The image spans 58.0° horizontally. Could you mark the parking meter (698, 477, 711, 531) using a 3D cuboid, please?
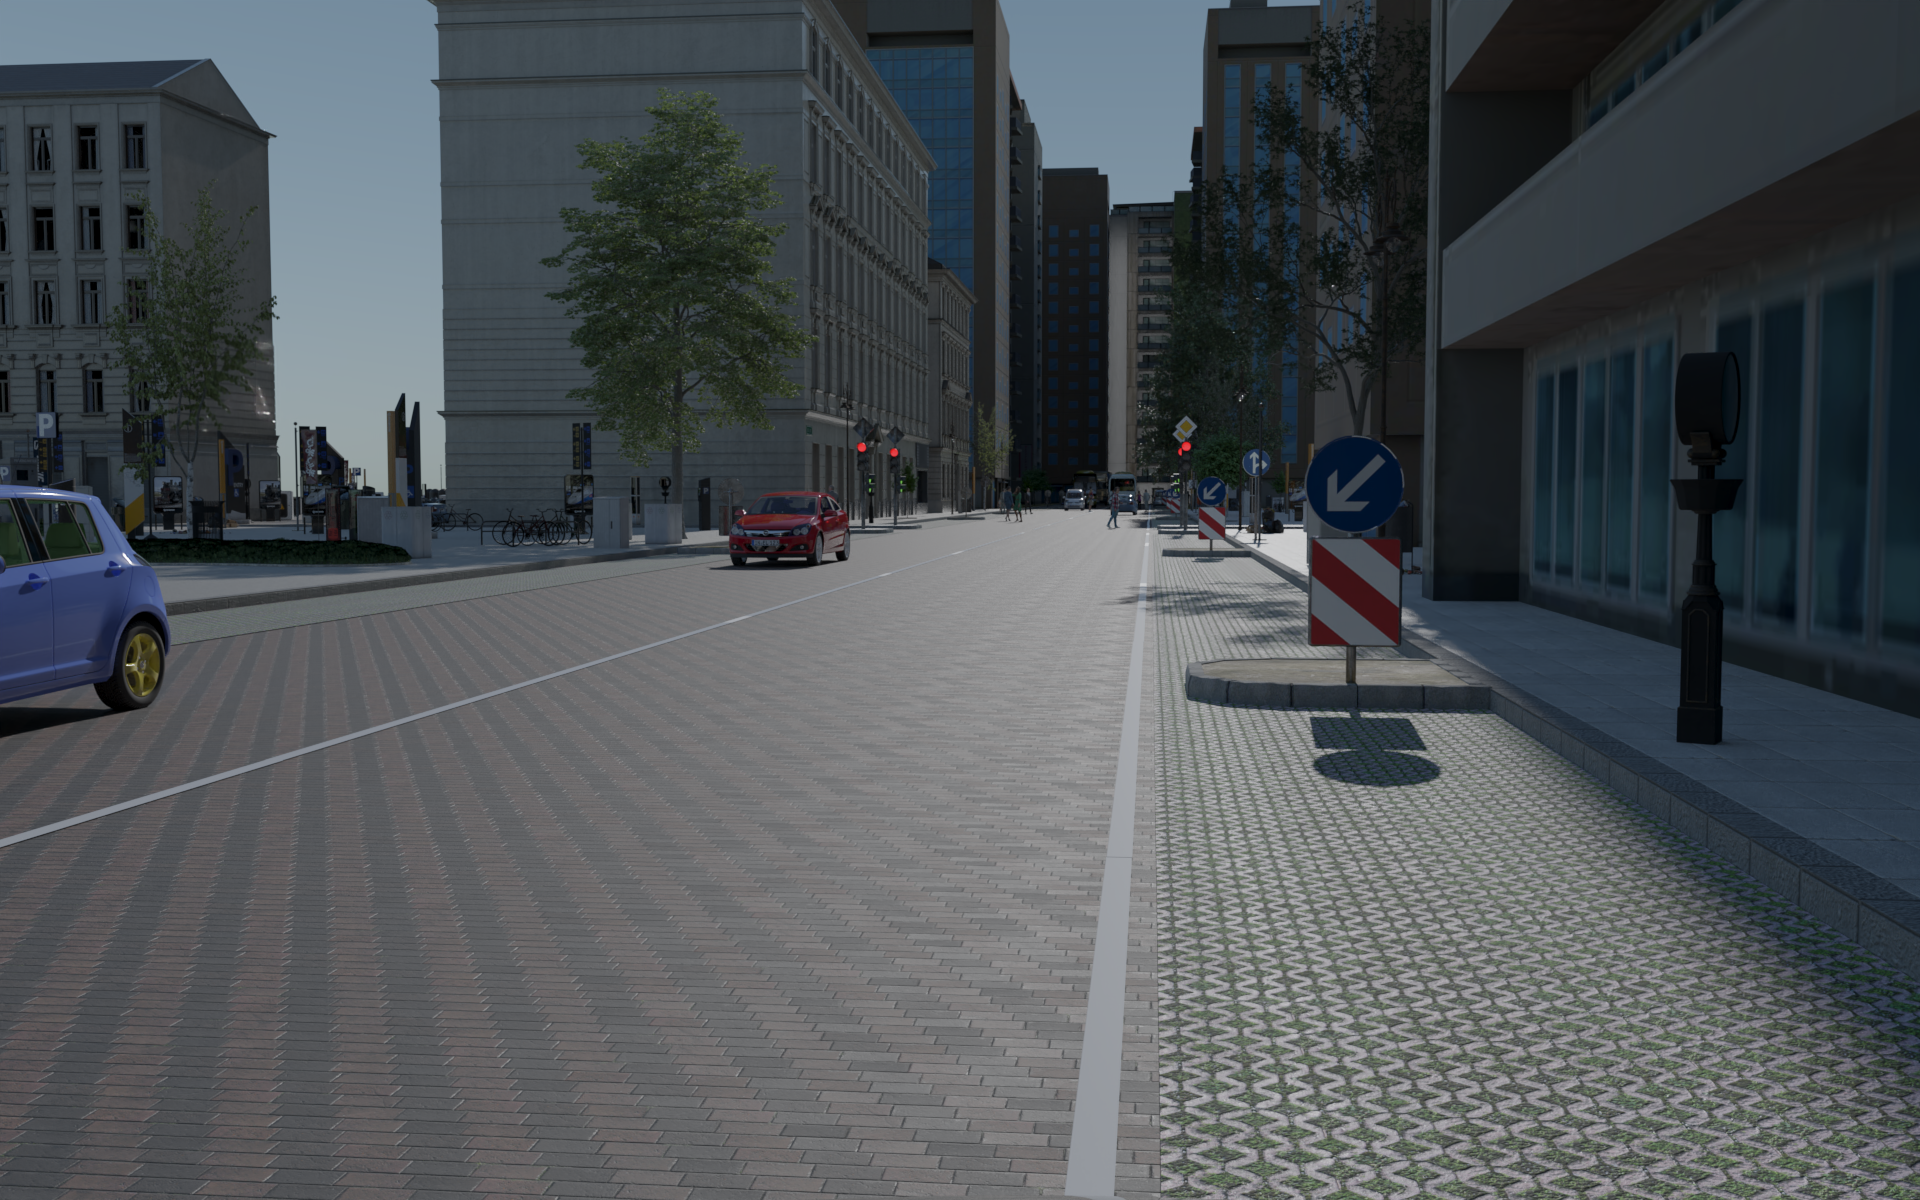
[{"bbox_3d":[-8.970,-3.366,60.741,0.399,1.863,0.255,-2,4,-31],"label":"parking meter"}]

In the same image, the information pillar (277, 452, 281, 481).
[{"bbox_3d":[-35.167,-5.989,89.281,0.504,3.616,0.183,3,5,40],"label":"information pillar"}]

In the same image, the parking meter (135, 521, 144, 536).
[{"bbox_3d":[-25.301,-2.741,53.219,0.372,1.533,0.369,0,3,0],"label":"parking meter"}]

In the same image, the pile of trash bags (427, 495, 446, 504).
[{"bbox_3d":[-34.135,-6.412,114.586,1.912,1.369,3.447,1,4,13],"label":"pile of trash bags"}]

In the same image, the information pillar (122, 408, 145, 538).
[{"bbox_3d":[-22.480,-3.408,47.082,0.504,3.616,0.183,-1,4,-12],"label":"information pillar"}]

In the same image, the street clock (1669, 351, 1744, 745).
[{"bbox_3d":[3.830,-0.265,8.910,0.358,2.002,0.471,2,4,35],"label":"street clock"}]

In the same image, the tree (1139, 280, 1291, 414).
[{"bbox_3d":[20.914,-17.460,141.361,12.611,20.169,13.585,0,3,0],"label":"tree"}]

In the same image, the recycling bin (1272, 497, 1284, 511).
[{"bbox_3d":[23.690,-7.120,128.965,0.722,1.027,0.722,1,4,21],"label":"recycling bin"}]

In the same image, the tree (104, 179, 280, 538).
[{"bbox_3d":[-18.271,-5.540,40.943,4.737,8.622,4.395,0,3,0],"label":"tree"}]

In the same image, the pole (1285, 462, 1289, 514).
[{"bbox_3d":[21.042,-7.194,111.458,0.158,3.312,0.155,0,3,0],"label":"pole"}]

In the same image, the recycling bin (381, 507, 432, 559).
[{"bbox_3d":[-11.073,-1.353,34.669,0.722,1.027,0.722,1,4,13],"label":"recycling bin"}]

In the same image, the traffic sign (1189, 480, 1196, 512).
[{"bbox_3d":[16.947,-7.581,126.084,0.606,2.300,0.079,1,4,15],"label":"traffic sign"}]

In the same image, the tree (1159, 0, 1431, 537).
[{"bbox_3d":[7.473,-6.044,33.236,8.767,10.594,7.601,2,4,32],"label":"tree"}]

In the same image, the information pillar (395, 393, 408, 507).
[{"bbox_3d":[-12.883,-2.973,39.958,0.183,3.616,0.504,0,4,3],"label":"information pillar"}]

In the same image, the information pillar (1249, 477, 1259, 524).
[{"bbox_3d":[12.711,-4.305,74.882,0.304,2.012,0.304,-1,4,-11],"label":"information pillar"}]

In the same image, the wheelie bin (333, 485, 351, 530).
[{"bbox_3d":[-22.382,-3.355,62.760,0.980,1.594,0.693,0,4,8],"label":"wheelie bin"}]

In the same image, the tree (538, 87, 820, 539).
[{"bbox_3d":[-7.832,-7.982,48.629,7.486,12.596,7.792,0,3,0],"label":"tree"}]

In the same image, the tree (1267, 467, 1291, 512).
[{"bbox_3d":[22.952,-7.886,123.531,1.663,3.219,1.824,0,3,0],"label":"tree"}]

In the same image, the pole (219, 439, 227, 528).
[{"bbox_3d":[-27.569,-4.336,64.744,0.158,3.312,0.155,0,3,0],"label":"pole"}]

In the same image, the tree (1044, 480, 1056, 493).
[{"bbox_3d":[11.245,-13.963,222.896,1.663,3.219,1.824,0,3,0],"label":"tree"}]

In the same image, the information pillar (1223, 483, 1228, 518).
[{"bbox_3d":[14.406,-6.283,94.078,0.183,3.616,0.504,-1,4,-21],"label":"information pillar"}]

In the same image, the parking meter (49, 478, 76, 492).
[{"bbox_3d":[-14.164,-1.159,27.366,0.372,1.533,0.369,0,3,0],"label":"parking meter"}]

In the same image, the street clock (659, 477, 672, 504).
[{"bbox_3d":[-12.191,-4.104,71.665,0.471,2.002,0.358,1,4,20],"label":"street clock"}]

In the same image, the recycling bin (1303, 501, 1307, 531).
[{"bbox_3d":[12.223,-2.863,59.364,0.722,1.027,0.722,-1,4,-11],"label":"recycling bin"}]

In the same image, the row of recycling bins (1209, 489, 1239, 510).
[{"bbox_3d":[20.894,-7.932,136.798,1.069,1.692,3.534,-3,5,-44],"label":"row of recycling bins"}]

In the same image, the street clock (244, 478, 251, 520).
[{"bbox_3d":[-33.059,-4.630,80.273,0.358,2.002,0.471,0,4,4],"label":"street clock"}]

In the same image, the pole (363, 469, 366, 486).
[{"bbox_3d":[-47.997,-8.921,139.708,0.158,3.312,0.155,0,3,0],"label":"pole"}]

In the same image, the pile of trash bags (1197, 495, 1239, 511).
[{"bbox_3d":[19.643,-7.447,131.516,3.447,1.369,1.912,1,4,17],"label":"pile of trash bags"}]

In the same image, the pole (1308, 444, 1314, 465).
[{"bbox_3d":[14.234,-4.676,70.292,0.158,3.312,0.155,0,3,0],"label":"pole"}]

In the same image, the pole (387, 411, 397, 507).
[{"bbox_3d":[-13.921,-2.974,42.474,0.158,3.312,0.155,0,3,0],"label":"pole"}]

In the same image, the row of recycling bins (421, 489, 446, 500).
[{"bbox_3d":[-39.948,-7.603,131.425,3.534,1.692,1.069,3,5,42],"label":"row of recycling bins"}]

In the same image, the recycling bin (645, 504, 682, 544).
[{"bbox_3d":[-7.631,-1.958,44.562,0.722,1.027,0.722,1,4,20],"label":"recycling bin"}]

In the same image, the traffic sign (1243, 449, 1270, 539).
[{"bbox_3d":[8.359,-2.983,48.880,0.768,2.556,0.104,1,4,10],"label":"traffic sign"}]

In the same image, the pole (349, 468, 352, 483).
[{"bbox_3d":[-47.773,-8.678,135.721,0.158,3.312,0.155,0,3,0],"label":"pole"}]

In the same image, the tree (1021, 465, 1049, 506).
[{"bbox_3d":[8.347,-12.791,192.854,4.285,4.588,4.351,0,3,0],"label":"tree"}]

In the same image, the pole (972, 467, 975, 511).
[{"bbox_3d":[1.020,-8.341,130.220,0.158,3.312,0.155,0,3,0],"label":"pole"}]

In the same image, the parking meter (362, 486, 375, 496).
[{"bbox_3d":[-17.875,-2.691,52.412,0.372,1.533,0.369,0,3,0],"label":"parking meter"}]

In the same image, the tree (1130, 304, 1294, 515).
[{"bbox_3d":[14.899,-11.450,104.209,9.611,12.733,9.660,0,3,0],"label":"tree"}]

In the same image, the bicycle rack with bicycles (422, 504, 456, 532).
[{"bbox_3d":[-18.300,-2.836,59.753,2.925,0.926,2.852,1,4,11],"label":"bicycle rack with bicycles"}]

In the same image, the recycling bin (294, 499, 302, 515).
[{"bbox_3d":[-41.276,-5.810,107.543,0.722,1.027,0.722,-1,4,-17],"label":"recycling bin"}]

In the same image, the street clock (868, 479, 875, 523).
[{"bbox_3d":[-3.893,-4.366,75.960,0.358,2.002,0.471,0,4,8],"label":"street clock"}]

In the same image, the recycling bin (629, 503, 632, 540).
[{"bbox_3d":[-9.602,-2.180,48.205,0.722,1.027,0.722,1,4,16],"label":"recycling bin"}]

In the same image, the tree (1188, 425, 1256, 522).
[{"bbox_3d":[12.442,-5.975,81.413,4.285,4.588,4.351,0,3,0],"label":"tree"}]

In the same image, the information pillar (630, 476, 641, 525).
[{"bbox_3d":[-13.554,-4.149,72.328,0.304,2.012,0.304,1,4,20],"label":"information pillar"}]

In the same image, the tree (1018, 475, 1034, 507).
[{"bbox_3d":[6.753,-11.128,176.541,1.663,3.219,1.824,0,3,0],"label":"tree"}]

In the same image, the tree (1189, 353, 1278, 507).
[{"bbox_3d":[14.132,-8.580,90.653,4.360,8.622,3.978,0,3,0],"label":"tree"}]

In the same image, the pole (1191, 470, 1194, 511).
[{"bbox_3d":[17.895,-8.540,133.477,0.158,3.312,0.155,0,3,0],"label":"pole"}]

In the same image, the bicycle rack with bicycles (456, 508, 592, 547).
[{"bbox_3d":[-10.568,-1.835,43.391,2.925,0.926,2.852,-3,5,-39],"label":"bicycle rack with bicycles"}]

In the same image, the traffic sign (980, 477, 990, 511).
[{"bbox_3d":[1.864,-7.815,127.878,0.768,2.556,0.104,1,4,14],"label":"traffic sign"}]

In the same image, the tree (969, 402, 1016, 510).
[{"bbox_3d":[2.223,-11.531,138.897,4.360,8.622,3.978,0,3,0],"label":"tree"}]

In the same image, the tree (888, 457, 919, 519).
[{"bbox_3d":[-2.735,-5.870,90.574,1.663,3.219,1.824,0,3,0],"label":"tree"}]

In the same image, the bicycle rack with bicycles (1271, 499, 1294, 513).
[{"bbox_3d":[22.511,-6.469,119.147,2.852,0.926,2.925,2,4,28],"label":"bicycle rack with bicycles"}]

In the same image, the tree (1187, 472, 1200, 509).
[{"bbox_3d":[20.543,-9.553,150.799,1.663,3.219,1.824,0,3,0],"label":"tree"}]
